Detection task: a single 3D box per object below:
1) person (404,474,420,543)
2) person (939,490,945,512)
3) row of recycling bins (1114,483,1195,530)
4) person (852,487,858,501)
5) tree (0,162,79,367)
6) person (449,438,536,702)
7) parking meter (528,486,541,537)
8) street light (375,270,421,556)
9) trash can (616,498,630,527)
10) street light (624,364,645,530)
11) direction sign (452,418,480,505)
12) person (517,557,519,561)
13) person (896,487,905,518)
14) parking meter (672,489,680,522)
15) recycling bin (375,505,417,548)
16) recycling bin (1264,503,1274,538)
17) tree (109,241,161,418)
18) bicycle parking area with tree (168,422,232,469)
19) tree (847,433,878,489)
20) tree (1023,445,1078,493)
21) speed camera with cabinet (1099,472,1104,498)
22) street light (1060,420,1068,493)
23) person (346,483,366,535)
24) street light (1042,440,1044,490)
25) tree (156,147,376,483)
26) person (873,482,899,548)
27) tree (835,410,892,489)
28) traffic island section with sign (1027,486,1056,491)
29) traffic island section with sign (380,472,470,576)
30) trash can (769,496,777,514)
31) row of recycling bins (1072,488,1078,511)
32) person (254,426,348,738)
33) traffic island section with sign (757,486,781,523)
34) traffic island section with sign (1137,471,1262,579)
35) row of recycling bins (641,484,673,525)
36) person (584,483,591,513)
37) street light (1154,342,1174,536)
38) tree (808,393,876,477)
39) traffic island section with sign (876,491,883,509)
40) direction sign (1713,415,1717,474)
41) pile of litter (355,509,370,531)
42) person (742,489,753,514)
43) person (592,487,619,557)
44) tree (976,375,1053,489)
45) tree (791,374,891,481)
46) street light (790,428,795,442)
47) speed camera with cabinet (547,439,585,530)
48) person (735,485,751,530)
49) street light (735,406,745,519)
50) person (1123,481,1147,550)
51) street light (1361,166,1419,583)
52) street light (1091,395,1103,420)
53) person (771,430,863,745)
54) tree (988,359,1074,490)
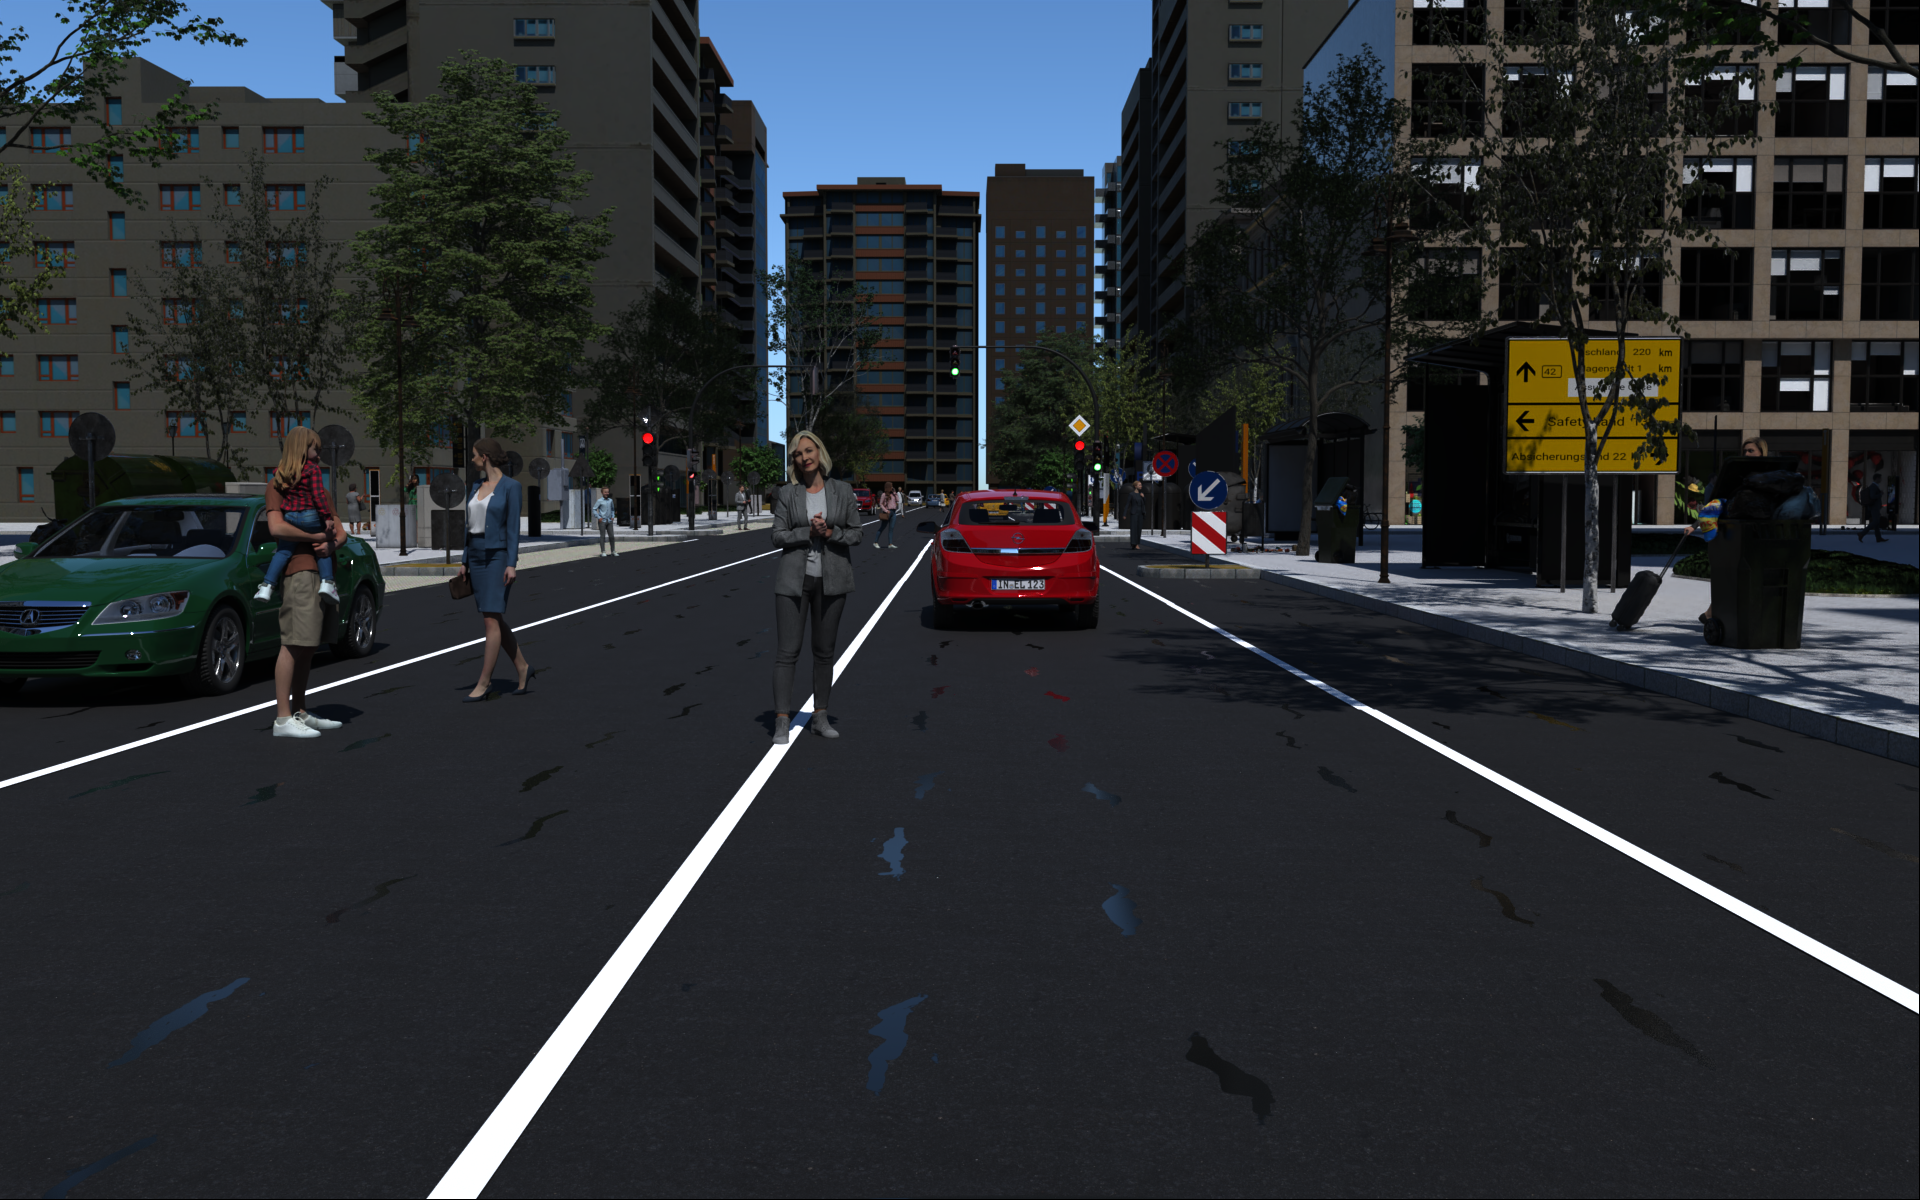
[{"bbox_3d":[-14.044,-2.349,44.692,0.600,1.795,0.529,-1,4,-12],"label":"person"},{"bbox_3d":[-1.428,-7.754,135.626,0.624,1.780,0.694,-1,4,-23],"label":"person"},{"bbox_3d":[7.267,-3.397,62.646,3.534,1.692,1.069,3,4,37],"label":"row of recycling bins"},{"bbox_3d":[-4.658,-4.019,74.787,0.480,1.755,0.524,0,4,-7],"label":"person"},{"bbox_3d":[-19.629,-5.105,33.836,4.737,8.622,4.395,0,3,0],"label":"tree"},{"bbox_3d":[-3.226,-0.220,12.120,0.654,1.822,0.581,-3,5,-41],"label":"person"},{"bbox_3d":[-12.808,-2.672,52.103,0.372,1.533,0.369,0,3,0],"label":"parking meter"},{"bbox_3d":[-11.592,-3.859,35.886,0.468,5.910,1.993,0,4,0],"label":"street light"},{"bbox_3d":[-13.279,-3.480,68.545,0.748,1.137,0.748,0,3,0],"label":"trash can"},{"bbox_3d":[-11.527,-5.421,61.413,0.468,5.910,1.993,0,4,0],"label":"street light"},{"bbox_3d":[-14.602,-3.628,51.308,0.876,3.537,0.379,1,4,11],"label":"direction sign"},{"bbox_3d":[-9.557,-1.475,36.858,0.306,1.304,0.590,-2,4,-29],"label":"person"},{"bbox_3d":[-3.628,-5.795,103.133,0.818,1.842,0.514,1,4,9],"label":"person"},{"bbox_3d":[-13.085,-4.370,79.857,0.372,1.533,0.369,0,3,0],"label":"parking meter"},{"bbox_3d":[-13.418,-1.754,41.225,0.722,1.027,0.722,1,4,9],"label":"recycling bin"},{"bbox_3d":[9.303,-2.334,50.716,0.722,1.027,0.722,0,4,-6],"label":"recycling bin"},{"bbox_3d":[-19.880,-5.833,45.737,4.360,8.622,3.978,0,3,0],"label":"tree"},{"bbox_3d":[-31.050,-5.148,71.171,9.016,4.147,8.231,-2,4,-33],"label":"bicycle parking area with tree"},{"bbox_3d":[-11.836,-15.496,203.728,4.737,8.622,4.395,0,3,0],"label":"tree"},{"bbox_3d":[6.558,-8.147,116.920,4.285,4.588,4.351,0,3,0],"label":"tree"},{"bbox_3d":[8.175,-5.978,92.082,2.038,3.252,0.660,0,4,0],"label":"speed camera with cabinet"},{"bbox_3d":[6.490,-8.266,107.928,0.468,5.910,1.993,0,4,0],"label":"street light"},{"bbox_3d":[-19.869,-2.955,57.168,0.716,1.782,0.532,1,4,20],"label":"person"},{"bbox_3d":[6.511,-9.978,135.924,0.468,5.910,1.993,0,4,0],"label":"street light"},{"bbox_3d":[-14.403,-5.299,37.003,4.360,8.622,3.978,0,3,0],"label":"tree"},{"bbox_3d":[-1.971,-2.248,45.847,0.643,1.750,0.593,3,5,40],"label":"person"},{"bbox_3d":[-11.862,-17.533,212.426,9.928,11.665,9.643,0,3,0],"label":"tree"},{"bbox_3d":[4.307,-4.723,85.848,1.989,1.847,2.006,0,4,0],"label":"traffic island section with sign"},{"bbox_3d":[-9.287,-1.369,31.014,1.989,1.847,2.006,0,4,0],"label":"traffic island section with sign"},{"bbox_3d":[-11.853,-6.070,110.891,0.748,1.137,0.748,0,3,0],"label":"trash can"},{"bbox_3d":[8.972,-7.112,123.392,1.069,1.692,3.534,-1,4,-20],"label":"row of recycling bins"},{"bbox_3d":[-3.908,-0.112,10.303,0.573,1.828,0.580,-3,4,-37],"label":"person"},{"bbox_3d":[-9.106,-4.785,86.868,1.989,1.847,2.006,0,4,0],"label":"traffic island section with sign"},{"bbox_3d":[4.136,-1.327,30.331,1.989,1.847,2.006,0,4,0],"label":"traffic island section with sign"},{"bbox_3d":[-12.839,-4.061,73.514,1.069,1.692,3.534,0,4,1],"label":"row of recycling bins"},{"bbox_3d":[-17.935,-4.756,83.990,0.721,1.800,0.419,2,4,32],"label":"person"},{"bbox_3d":[6.205,-4.888,52.714,0.468,5.910,1.993,0,4,0],"label":"street light"},{"bbox_3d":[-11.793,-13.512,155.331,8.767,10.594,7.601,-1,4,-12],"label":"tree"},{"bbox_3d":[-8.766,-11.210,191.912,1.989,1.847,2.006,0,4,0],"label":"traffic island section with sign"},{"bbox_3d":[21.836,-3.556,50.136,0.379,3.537,0.876,1,4,22],"label":"direction sign"},{"bbox_3d":[-20.680,-2.902,61.419,1.719,0.858,1.176,0,4,5],"label":"pile of litter"},{"bbox_3d":[-13.693,-6.457,111.390,0.755,1.850,0.659,1,4,11],"label":"person"},{"bbox_3d":[-8.118,-1.795,39.661,0.589,1.601,0.330,-2,4,-33],"label":"person"},{"bbox_3d":[6.872,-16.453,179.376,12.009,13.543,11.850,0,3,0],"label":"tree"},{"bbox_3d":[-12.080,-16.315,177.115,12.009,13.543,11.850,0,3,0],"label":"tree"},{"bbox_3d":[-11.314,-8.890,118.137,0.468,5.910,1.993,0,4,0],"label":"street light"},{"bbox_3d":[-14.302,-4.192,62.878,0.660,3.252,2.038,1,4,11],"label":"speed camera with cabinet"},{"bbox_3d":[-8.548,-3.646,68.308,0.583,1.804,0.606,2,4,30],"label":"person"},{"bbox_3d":[-11.372,-7.148,89.651,0.468,5.910,1.993,0,4,0],"label":"street light"},{"bbox_3d":[4.486,-2.175,44.487,0.534,1.772,0.576,3,5,42],"label":"person"},{"bbox_3d":[6.129,-3.184,24.851,0.468,5.910,1.993,0,4,0],"label":"street light"},{"bbox_3d":[6.299,-6.550,79.887,0.468,5.910,1.993,0,4,0],"label":"street light"},{"bbox_3d":[-0.831,-0.085,10.080,0.537,1.800,0.526,0,4,-2],"label":"person"},{"bbox_3d":[7.056,-13.943,144.978,9.611,12.733,9.660,0,3,0],"label":"tree"}]
